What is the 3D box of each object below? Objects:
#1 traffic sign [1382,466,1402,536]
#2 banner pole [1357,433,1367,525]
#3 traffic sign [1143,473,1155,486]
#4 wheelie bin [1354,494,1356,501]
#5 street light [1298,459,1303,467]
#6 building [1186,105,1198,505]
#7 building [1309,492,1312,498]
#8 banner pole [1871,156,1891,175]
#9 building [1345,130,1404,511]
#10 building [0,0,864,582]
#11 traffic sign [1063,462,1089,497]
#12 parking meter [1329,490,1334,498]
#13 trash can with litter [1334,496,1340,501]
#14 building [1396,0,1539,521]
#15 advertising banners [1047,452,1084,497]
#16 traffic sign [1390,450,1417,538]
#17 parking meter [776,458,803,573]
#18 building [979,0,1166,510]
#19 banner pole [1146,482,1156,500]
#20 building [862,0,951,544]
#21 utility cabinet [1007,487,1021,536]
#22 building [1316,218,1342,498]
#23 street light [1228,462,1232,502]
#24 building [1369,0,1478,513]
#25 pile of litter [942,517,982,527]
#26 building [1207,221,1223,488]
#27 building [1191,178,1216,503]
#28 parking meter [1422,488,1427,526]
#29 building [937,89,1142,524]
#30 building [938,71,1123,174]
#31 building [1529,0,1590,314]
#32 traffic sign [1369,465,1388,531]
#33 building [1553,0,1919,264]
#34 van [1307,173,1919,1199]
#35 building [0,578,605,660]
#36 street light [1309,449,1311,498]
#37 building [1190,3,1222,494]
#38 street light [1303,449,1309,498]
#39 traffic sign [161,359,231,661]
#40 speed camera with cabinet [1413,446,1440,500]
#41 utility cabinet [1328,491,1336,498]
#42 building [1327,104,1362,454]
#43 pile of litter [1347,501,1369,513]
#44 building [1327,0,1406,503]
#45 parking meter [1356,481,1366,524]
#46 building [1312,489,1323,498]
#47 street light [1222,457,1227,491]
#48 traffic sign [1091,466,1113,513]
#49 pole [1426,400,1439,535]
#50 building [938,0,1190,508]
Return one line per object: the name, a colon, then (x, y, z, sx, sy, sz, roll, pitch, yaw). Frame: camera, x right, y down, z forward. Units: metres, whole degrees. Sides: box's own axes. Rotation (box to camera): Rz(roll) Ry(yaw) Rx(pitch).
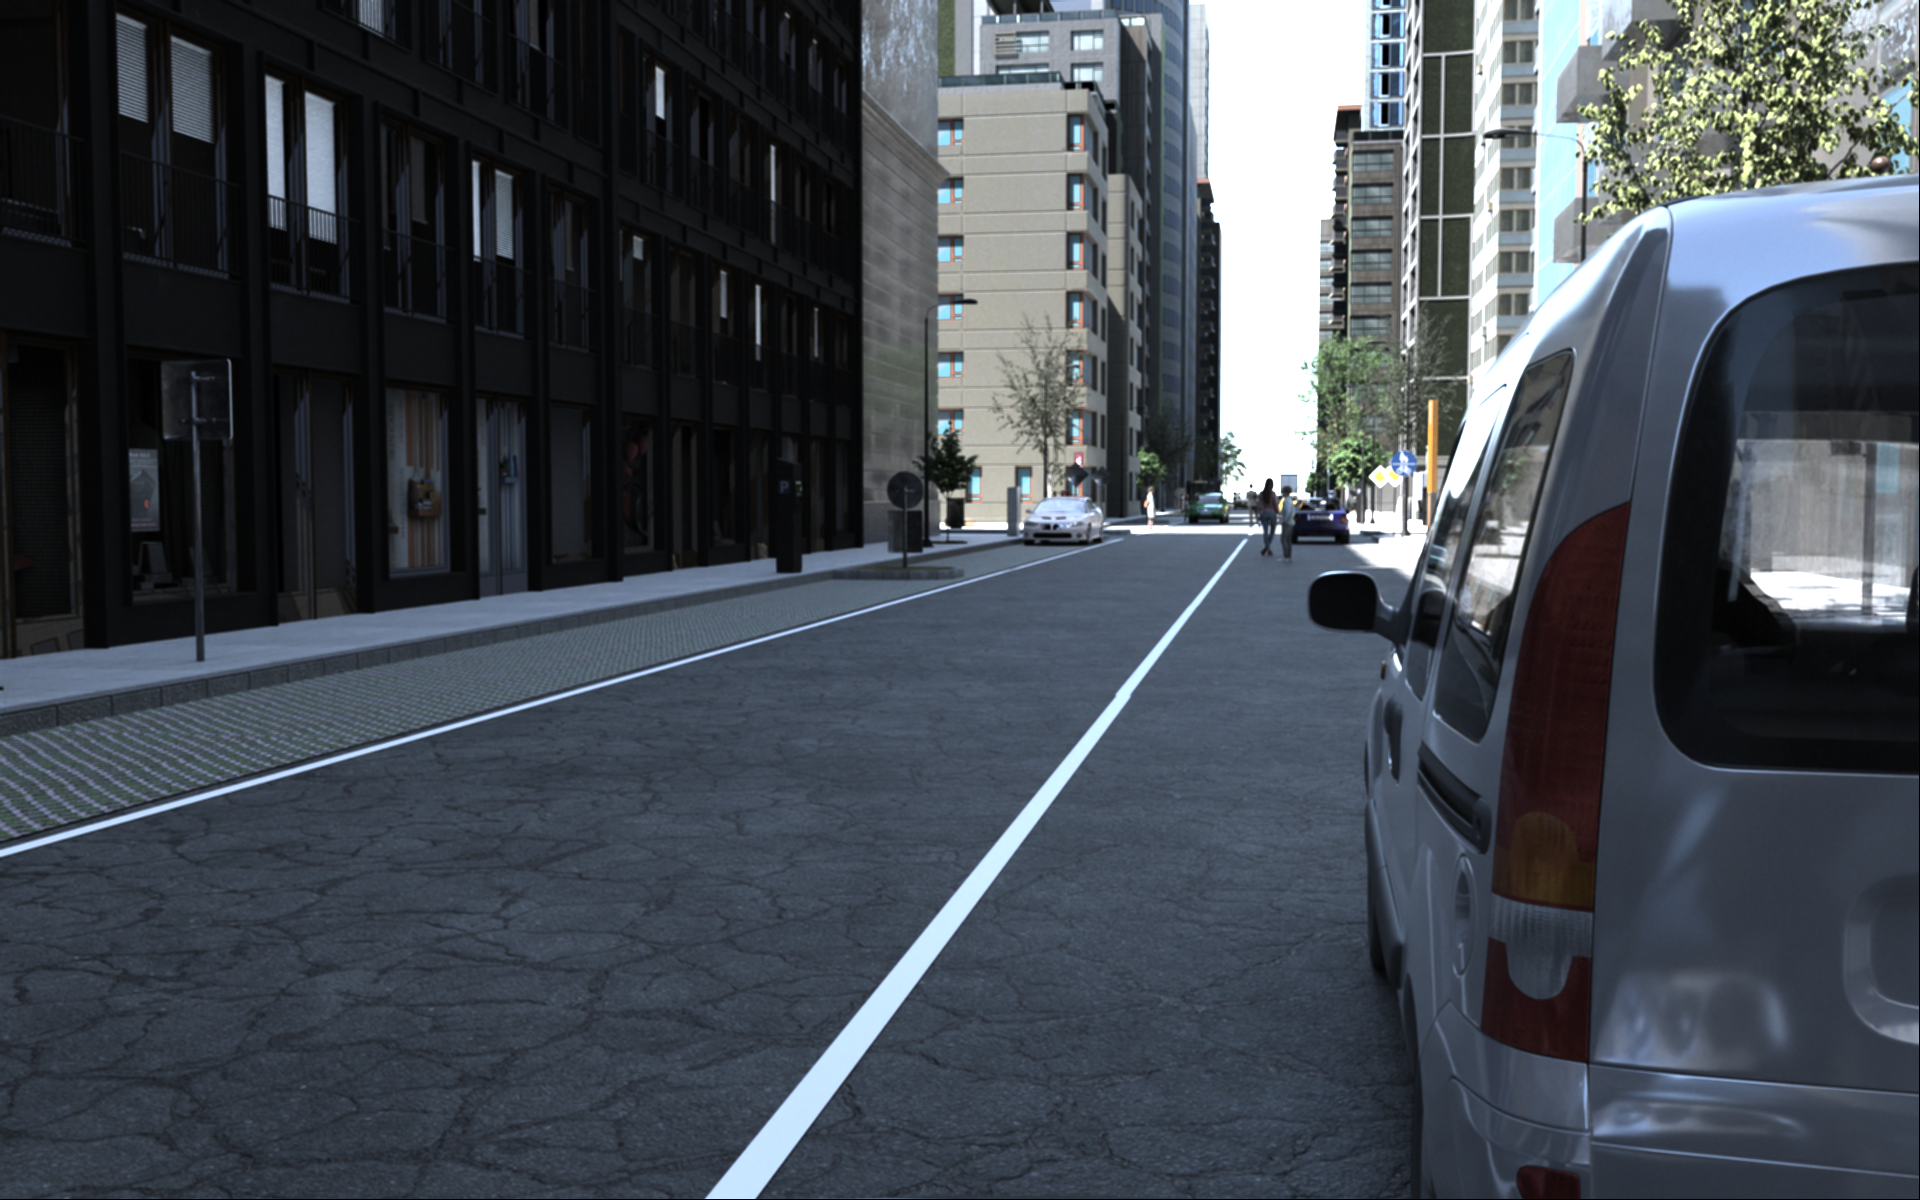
traffic sign: (13.153, -2.983, 52.412, 0.795, 2.450, 0.064, 1, 4, 10)
banner pole: (16.704, -5.007, 71.879, 0.401, 3.779, 0.863, 1, 4, 9)
traffic sign: (11.580, -6.492, 106.257, 0.768, 2.556, 0.104, 1, 4, 19)
wheelie bin: (28.350, -7.027, 122.796, 0.693, 1.594, 0.980, 0, 4, -3)
street light: (45.837, -15.701, 229.258, 1.470, 5.913, 1.316, 1, 4, 10)
building: (19.999, -33.645, 200.202, 14.600, 45.320, 14.200, 1, 4, 10)
building: (72.250, -35.692, 275.437, 32.217, 40.220, 23.993, 1, 4, 10)
banner pole: (6.831, -1.417, 13.178, 0.401, 3.779, 0.863, 0, 4, 1)
building: (38.417, -22.513, 139.782, 14.160, 30.474, 14.107, 1, 4, 10)
building: (-9.802, -12.509, 34.208, 12.332, 23.373, 15.834, 1, 4, 10)
traffic sign: (3.625, -3.092, 54.197, 0.795, 2.450, 0.064, 1, 4, 10)
parking meter: (25.355, -6.719, 118.274, 0.372, 1.533, 0.369, 0, 3, 0)
trash can with litter: (28.032, -7.129, 127.942, 1.055, 1.170, 0.624, 2, 4, 28)
building: (39.135, -24.136, 86.512, 32.217, 40.220, 23.993, 1, 4, 10)
advertising banners: (4.432, -4.708, 73.163, 2.074, 3.025, 0.090, 3, 5, 43)
traffic sign: (12.858, -3.066, 50.228, 0.768, 2.556, 0.104, 1, 4, 17)
parking meter: (-2.773, -1.373, 28.168, 0.399, 1.863, 0.255, 2, 4, 27)
building: (9.502, -28.180, 144.329, 14.154, 41.232, 14.086, 1, 4, 10)
banner pole: (13.555, -8.156, 123.365, 0.863, 3.779, 0.401, 0, 3, 0)
building: (-13.552, -15.442, 49.745, 25.104, 27.353, 12.463, 1, 4, 10)
utility cabinet: (1.649, -2.720, 53.155, 0.318, 1.500, 1.173, 0, 4, 8)
building: (60.153, -35.065, 256.901, 14.154, 41.232, 14.086, 1, 4, 10)
street light: (38.346, -16.921, 249.204, 1.470, 5.913, 1.316, 1, 4, 10)
building: (39.684, -41.663, 119.441, 20.563, 71.187, 20.611, 1, 4, 10)
pile of litter: (0.093, -3.294, 67.821, 1.719, 0.858, 1.176, -1, 4, -12)
building: (34.670, -38.339, 276.955, 14.600, 45.320, 14.200, 1, 4, 10)
building: (23.226, -35.550, 235.874, 22.147, 44.769, 28.867, 1, 4, 10)
parking meter: (18.736, -3.735, 69.477, 0.372, 1.533, 0.369, 0, 3, 0)
building: (-5.483, -15.034, 90.852, 27.650, 21.520, 28.899, 1, 4, 10)
building: (3.817, -21.469, 122.723, 14.160, 30.474, 14.107, 1, 4, 10)
building: (29.824, -25.355, 64.666, 14.200, 45.320, 14.600, 1, 4, 10)
traffic sign: (14.612, -3.463, 60.263, 0.795, 2.450, 0.064, 1, 4, 10)
building: (24.386, -25.268, 32.742, 23.786, 49.044, 30.456, 1, 4, 10)
van: (1.792, 0.194, 3.848, 2.013, 2.044, 4.112, 1, 4, 12)
building: (-12.438, -11.524, 18.095, 12.332, 23.373, 15.834, 1, 4, 10)
street light: (30.822, -10.738, 148.106, 1.470, 5.913, 1.316, 1, 4, 10)
building: (28.967, -50.233, 259.553, 20.563, 71.187, 20.611, 1, 4, 10)
street light: (36.517, -12.637, 179.148, 1.470, 5.913, 1.316, 1, 4, 10)
traffic sign: (-5.823, -0.678, 13.217, 0.606, 2.300, 0.079, 1, 4, 15)
speed camera with cabinet: (19.727, -4.724, 71.576, 2.038, 3.252, 0.660, -2, 4, -24)
utility cabinet: (28.133, -7.476, 130.911, 0.318, 1.500, 1.173, 2, 4, 31)
building: (52.142, -32.803, 190.953, 22.147, 44.769, 28.867, 1, 4, 10)
pile of litter: (27.294, -6.430, 119.103, 1.719, 0.858, 1.176, 1, 4, 17)
building: (46.171, -51.799, 159.589, 22.319, 86.520, 31.000, 1, 4, 10)
parking meter: (17.338, -4.233, 74.925, 0.255, 1.863, 0.399, -2, 4, -31)
building: (65.338, -33.299, 236.322, 32.217, 40.220, 23.993, 1, 4, 10)
street light: (32.797, -15.084, 219.160, 1.470, 5.913, 1.316, 1, 4, 10)
traffic sign: (5.084, -3.572, 62.048, 0.795, 2.450, 0.064, 1, 4, 10)
pole: (10.263, -2.678, 37.625, 0.158, 3.312, 0.155, 0, 3, 0)
building: (10.490, -38.109, 165.089, 21.231, 58.520, 28.212, 1, 4, 10)
